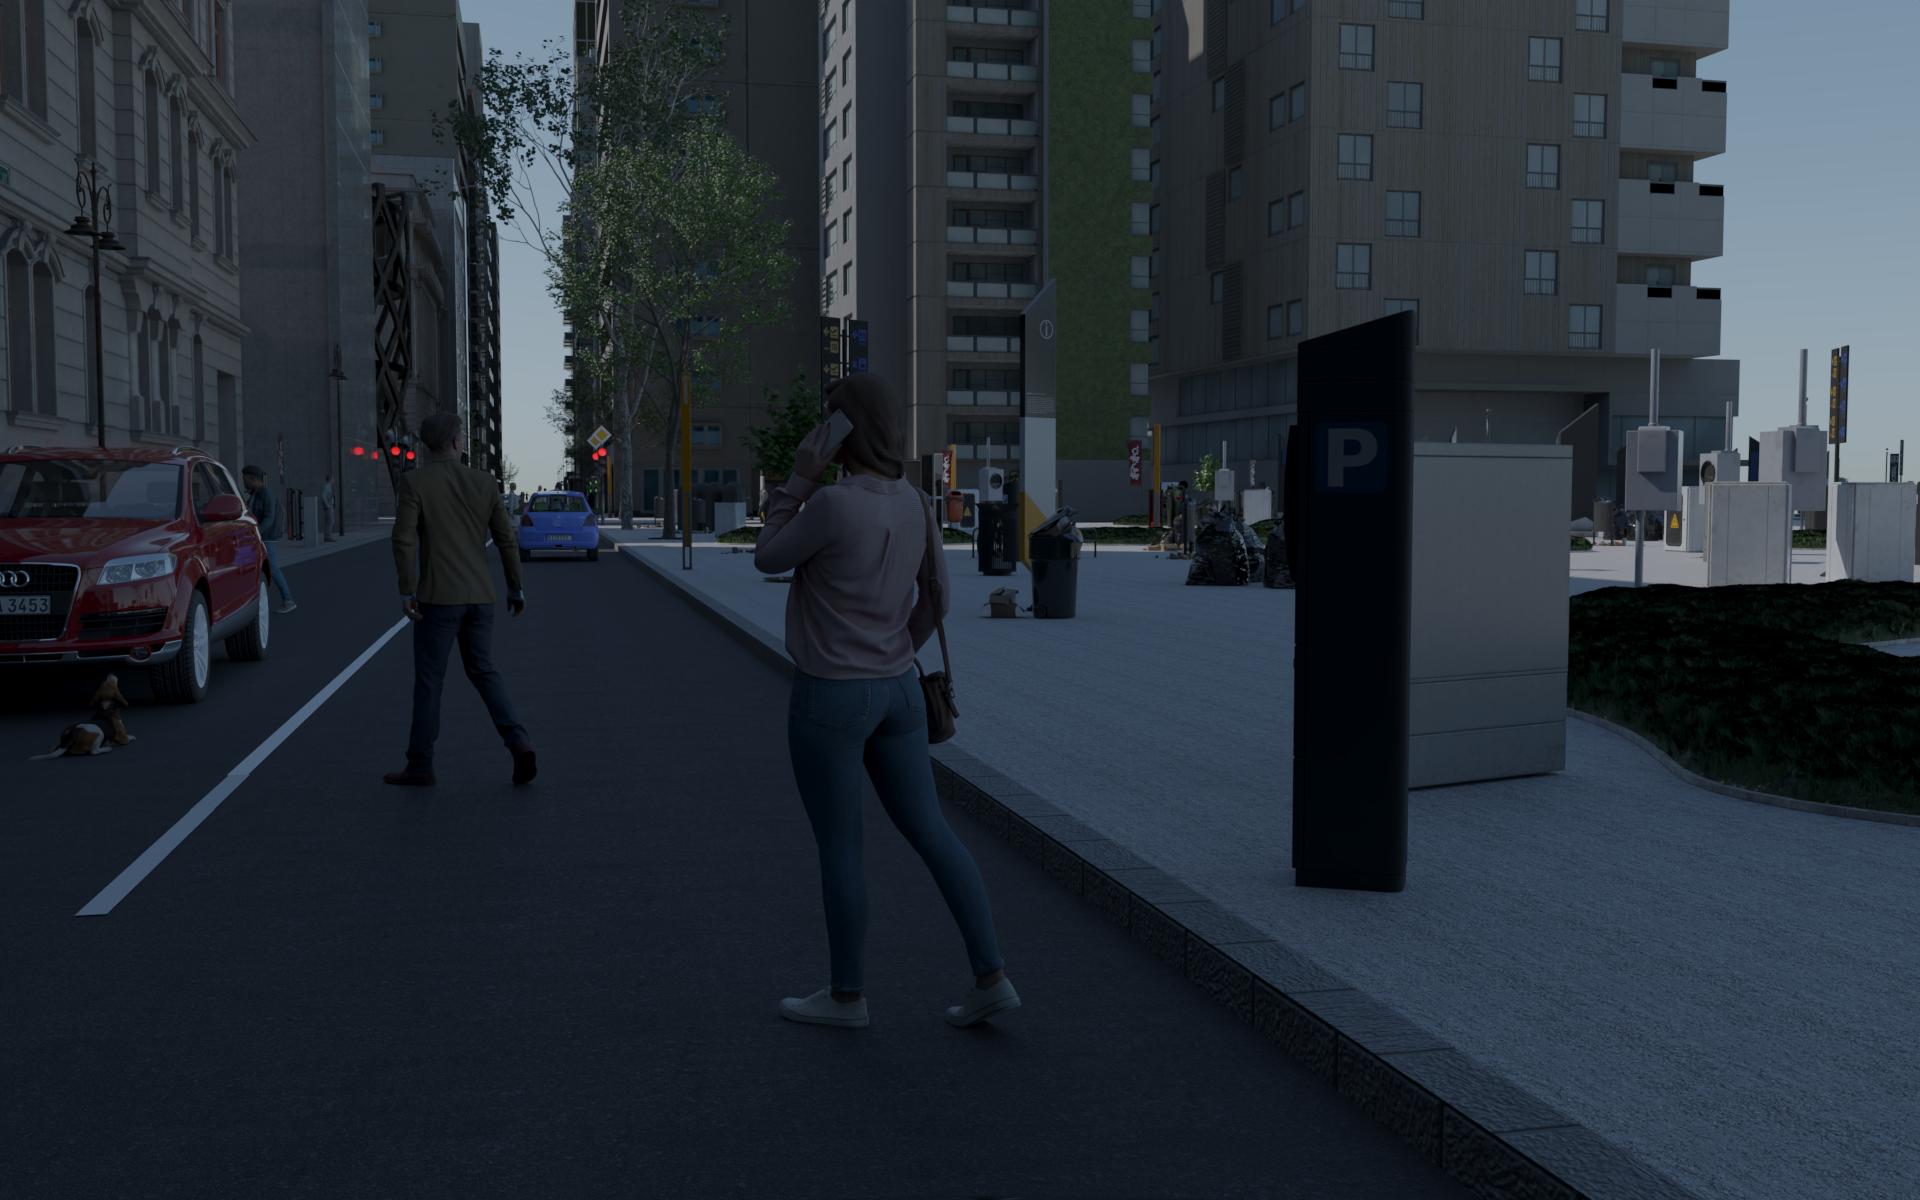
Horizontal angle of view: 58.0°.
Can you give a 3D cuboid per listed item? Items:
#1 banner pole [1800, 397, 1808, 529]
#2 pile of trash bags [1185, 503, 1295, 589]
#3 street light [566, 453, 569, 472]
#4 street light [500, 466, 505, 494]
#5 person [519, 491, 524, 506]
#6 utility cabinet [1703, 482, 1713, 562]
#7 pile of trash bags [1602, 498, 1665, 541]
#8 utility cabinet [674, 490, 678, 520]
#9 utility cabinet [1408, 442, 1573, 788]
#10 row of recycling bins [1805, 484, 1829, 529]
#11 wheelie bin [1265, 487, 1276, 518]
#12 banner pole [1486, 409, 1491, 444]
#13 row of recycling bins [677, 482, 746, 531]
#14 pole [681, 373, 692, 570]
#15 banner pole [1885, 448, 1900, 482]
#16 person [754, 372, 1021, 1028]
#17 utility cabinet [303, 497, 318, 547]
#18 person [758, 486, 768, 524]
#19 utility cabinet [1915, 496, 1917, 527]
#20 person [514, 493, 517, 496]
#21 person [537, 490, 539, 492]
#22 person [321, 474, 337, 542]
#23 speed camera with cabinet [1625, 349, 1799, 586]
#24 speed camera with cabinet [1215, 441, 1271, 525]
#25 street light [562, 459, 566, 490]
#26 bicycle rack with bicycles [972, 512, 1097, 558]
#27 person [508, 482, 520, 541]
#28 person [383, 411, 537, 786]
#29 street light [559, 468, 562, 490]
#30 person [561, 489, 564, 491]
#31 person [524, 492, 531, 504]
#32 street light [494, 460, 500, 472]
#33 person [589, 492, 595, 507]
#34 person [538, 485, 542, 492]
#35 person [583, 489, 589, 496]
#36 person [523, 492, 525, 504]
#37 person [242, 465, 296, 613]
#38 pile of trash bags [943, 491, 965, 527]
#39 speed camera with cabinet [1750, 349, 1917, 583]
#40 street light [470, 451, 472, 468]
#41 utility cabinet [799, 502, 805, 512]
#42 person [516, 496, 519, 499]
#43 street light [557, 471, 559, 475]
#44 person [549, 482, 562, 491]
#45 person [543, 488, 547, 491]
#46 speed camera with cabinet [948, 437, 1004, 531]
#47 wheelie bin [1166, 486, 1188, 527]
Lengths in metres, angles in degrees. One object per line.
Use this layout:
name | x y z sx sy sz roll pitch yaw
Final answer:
banner pole | 21.641 -3.334 44.525 0.401 3.779 0.863 3 4 36
pile of trash bags | 4.777 -0.874 24.044 3.447 1.369 1.912 3 5 42
street light | -37.431 -11.877 166.969 0.468 5.910 1.993 -1 4 -14
street light | -69.228 -17.613 260.757 0.468 5.910 1.993 -1 4 -14
person | -51.479 -11.884 203.466 0.621 1.740 0.551 1 4 20
utility cabinet | 14.327 -1.467 32.668 0.318 1.500 1.173 2 4 35
pile of trash bags | 19.744 -2.336 47.947 3.447 1.369 1.912 0 4 -3
utility cabinet | -13.835 -4.610 84.057 0.318 1.500 1.173 0 4 8
utility cabinet | 2.183 0.059 7.716 1.173 1.500 0.318 -2 4 -30
row of recycling bins | 30.960 -3.199 59.413 3.534 1.692 1.069 2 4 25
wheelie bin | 13.346 -4.106 75.036 0.693 1.594 0.980 0 4 1
banner pole | 15.428 -3.712 50.712 0.401 3.779 0.863 1 4 21
row of recycling bins | -8.674 -3.248 60.212 1.069 1.692 3.534 -3 5 -42
pole | -4.624 -2.167 29.278 0.158 3.312 0.155 0 3 0
banner pole | 50.489 -6.358 93.970 0.401 3.779 0.863 -3 5 -42
person | -0.176 0.274 4.613 0.643 1.750 0.593 3 5 39
utility cabinet | -15.791 -1.892 42.093 0.306 1.237 1.020 -1 4 -18
person | -8.733 -4.159 76.686 0.473 1.802 0.592 1 4 21
utility cabinet | 29.017 -2.566 53.110 0.306 1.237 1.020 3 5 44
person | -61.470 -14.066 238.505 0.705 1.821 1.348 3 5 41
person | -40.925 -9.752 168.035 0.705 1.814 1.350 1 4 18
person | -17.010 -2.478 46.652 0.391 1.810 0.635 -1 4 -21
speed camera with cabinet | 10.165 -1.785 23.519 2.038 3.252 0.660 2 4 29
speed camera with cabinet | 10.569 -4.298 64.612 2.038 3.252 0.660 1 4 13
street light | -44.511 -13.659 196.115 0.468 5.910 1.993 -1 4 -14
bicycle rack with bicycles | 1.299 -1.311 34.819 2.852 0.926 2.925 3 5 39
person | -13.188 -2.577 50.987 0.624 1.780 0.694 0 4 -4
person | -2.450 -0.008 8.540 0.836 1.842 0.656 1 4 18
street light | -51.415 -15.404 224.650 0.468 5.910 1.993 -1 4 -14
person | -25.053 -6.102 109.101 0.563 1.720 0.643 -2 4 -26
person | -55.476 -12.991 221.734 1.217 1.723 0.721 -2 4 -25
street light | -62.390 -15.876 232.362 0.468 5.910 1.993 -1 4 -14
person | -32.884 -9.082 154.561 0.705 1.821 1.348 1 4 18
person | -16.451 -3.598 67.686 0.694 1.780 0.624 1 4 15
person | -34.260 -9.322 158.414 1.348 1.831 0.705 0 4 -4
person | -65.876 -15.474 261.484 0.705 1.826 1.348 -1 4 -11
person | -8.427 -0.737 20.899 0.623 1.781 0.721 2 4 33
pile of trash bags | -1.495 -2.458 49.948 3.447 1.369 1.912 -1 4 -21
speed camera with cabinet | 12.155 -1.813 23.985 2.038 3.252 0.660 -1 4 -9
street light | -43.025 -10.975 152.223 0.468 5.910 1.993 -1 4 -14
utility cabinet | -6.425 -3.505 65.984 1.173 1.500 0.318 3 5 43
person | -43.498 -9.771 168.212 1.348 1.831 0.705 -1 4 -22
street light | -57.203 -16.865 248.531 0.468 5.910 1.993 -1 4 -14
person | -12.366 -2.696 52.754 0.592 1.802 0.473 -1 4 -19
person | -28.065 -6.644 117.046 0.656 1.842 0.836 -3 5 -39
speed camera with cabinet | 0.545 -4.011 59.913 2.038 3.252 0.660 -3 4 -36
wheelie bin | 8.340 -3.581 66.465 0.980 1.594 0.693 3 5 43
